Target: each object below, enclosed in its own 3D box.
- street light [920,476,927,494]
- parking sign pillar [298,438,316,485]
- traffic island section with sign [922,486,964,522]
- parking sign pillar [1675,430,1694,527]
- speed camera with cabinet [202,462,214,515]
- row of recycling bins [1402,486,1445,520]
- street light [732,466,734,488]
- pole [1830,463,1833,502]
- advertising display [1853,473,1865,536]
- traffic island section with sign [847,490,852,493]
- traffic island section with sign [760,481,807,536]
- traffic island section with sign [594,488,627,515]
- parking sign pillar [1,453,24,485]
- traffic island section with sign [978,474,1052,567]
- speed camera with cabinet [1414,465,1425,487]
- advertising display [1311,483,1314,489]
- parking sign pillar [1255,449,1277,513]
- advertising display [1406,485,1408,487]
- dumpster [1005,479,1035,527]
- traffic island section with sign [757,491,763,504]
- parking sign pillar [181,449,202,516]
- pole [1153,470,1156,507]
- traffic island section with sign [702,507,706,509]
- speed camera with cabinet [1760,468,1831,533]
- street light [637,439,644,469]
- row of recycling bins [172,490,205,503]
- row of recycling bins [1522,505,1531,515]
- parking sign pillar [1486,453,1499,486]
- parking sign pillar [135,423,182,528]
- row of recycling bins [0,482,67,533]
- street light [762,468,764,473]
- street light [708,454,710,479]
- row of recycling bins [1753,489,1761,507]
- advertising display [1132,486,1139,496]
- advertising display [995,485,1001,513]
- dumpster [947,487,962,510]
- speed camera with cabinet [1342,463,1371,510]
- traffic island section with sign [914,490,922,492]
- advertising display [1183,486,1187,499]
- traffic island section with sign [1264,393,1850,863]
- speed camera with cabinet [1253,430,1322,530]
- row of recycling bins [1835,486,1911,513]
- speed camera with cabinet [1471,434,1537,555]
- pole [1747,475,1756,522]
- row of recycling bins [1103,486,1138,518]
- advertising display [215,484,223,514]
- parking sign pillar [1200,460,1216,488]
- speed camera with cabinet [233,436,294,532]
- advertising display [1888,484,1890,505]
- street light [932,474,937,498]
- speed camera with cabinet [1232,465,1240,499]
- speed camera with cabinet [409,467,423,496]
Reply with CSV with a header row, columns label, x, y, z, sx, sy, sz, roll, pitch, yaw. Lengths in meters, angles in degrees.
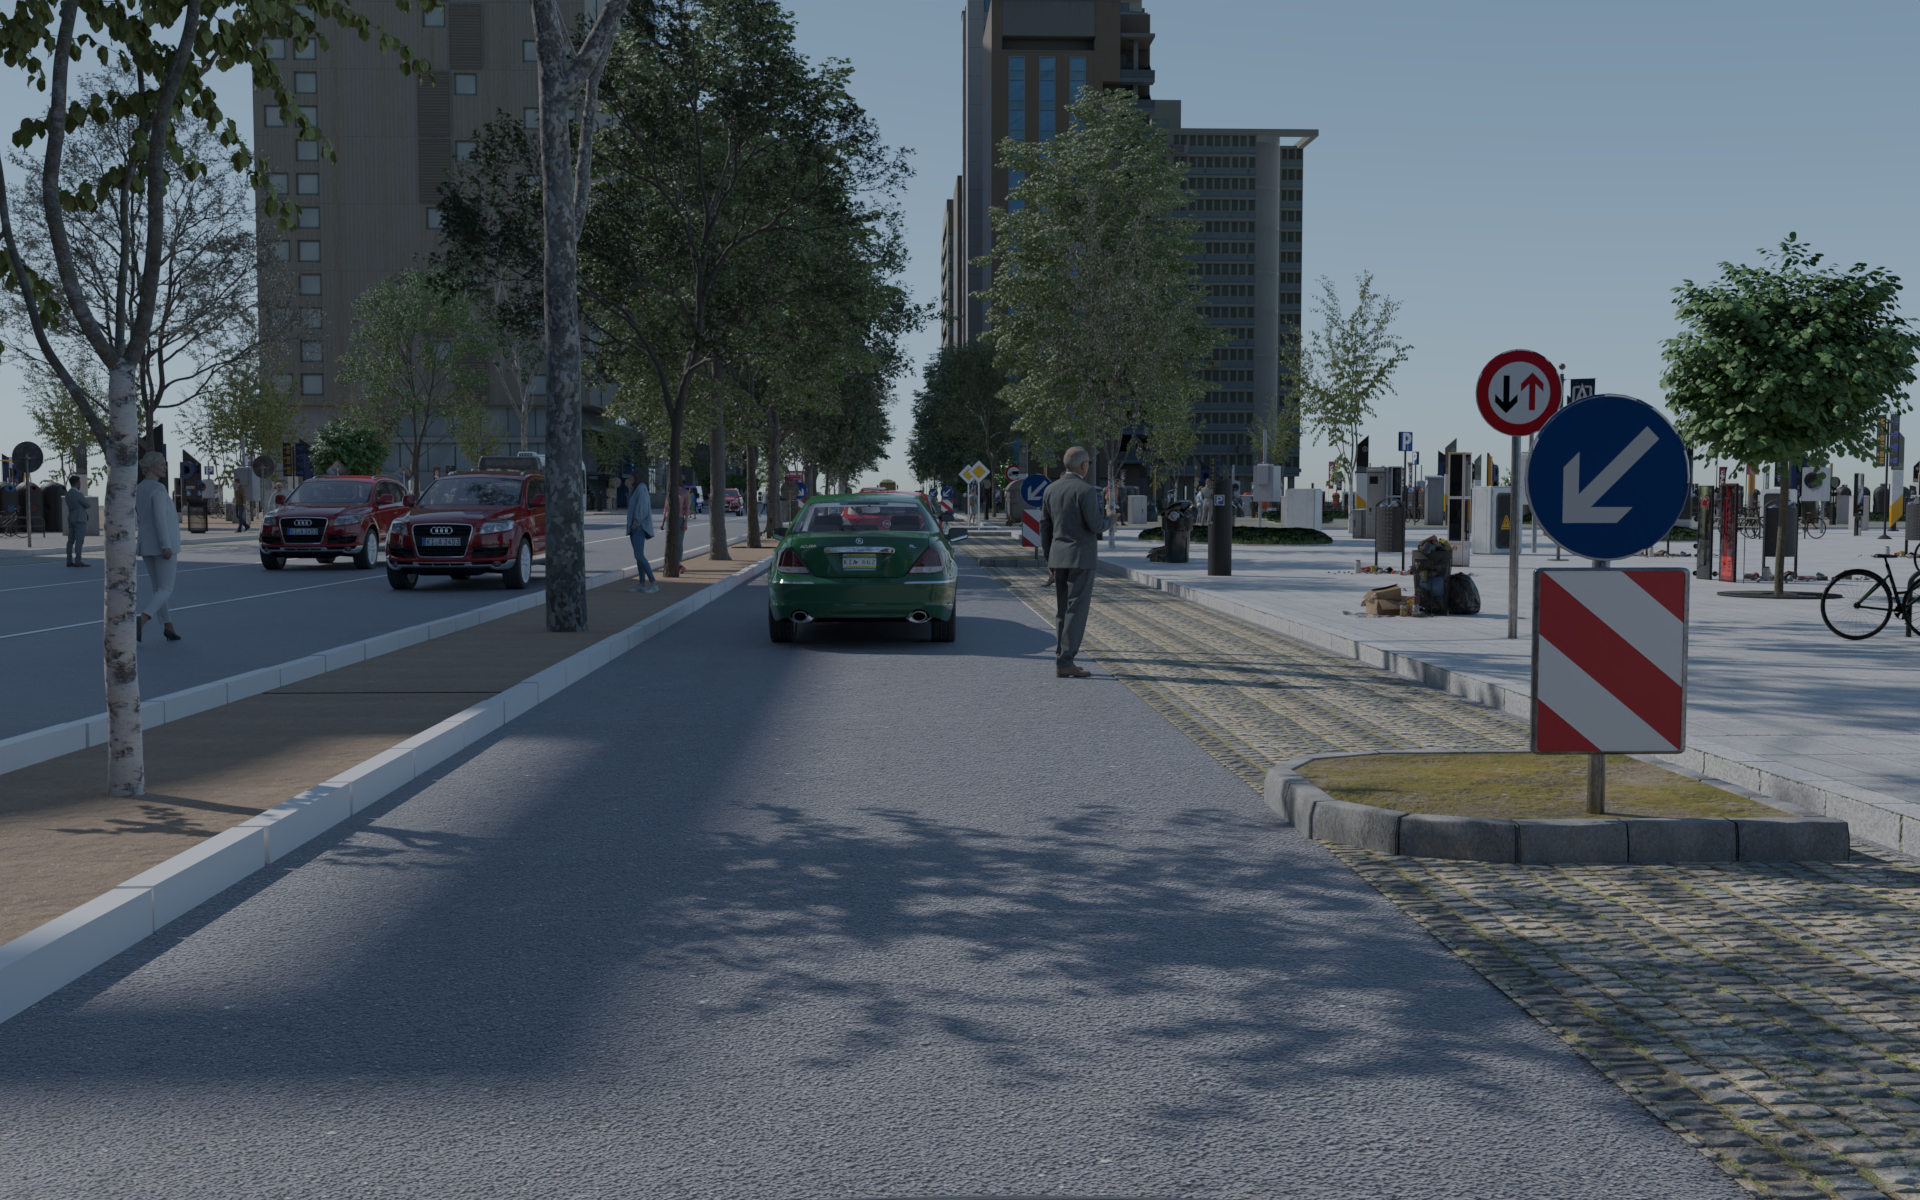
label,x,y,z,sx,sy,sz,roll,pitch,yaw
street light,-5.740,-18.387,273.413,0.468,5.910,1.993,0,4,-2
parking sign pillar,-31.199,-5.820,83.622,1.447,3.967,1.447,3,5,44
traffic island section with sign,-0.818,-4.948,89.534,1.989,1.847,2.006,0,4,-2
parking sign pillar,23.222,-4.165,56.566,1.447,3.967,1.447,2,4,31
speed camera with cabinet,-46.881,-6.872,106.695,2.038,3.252,0.660,2,4,29
row of recycling bins,23.476,-4.961,88.231,1.069,1.692,3.534,-2,4,-25
street light,-29.766,-15.513,226.425,0.468,5.910,1.993,0,4,-2
pole,57.330,-7.352,114.043,0.158,3.312,0.155,0,3,0
advertising display,27.601,-2.935,53.203,0.123,1.923,0.974,3,4,37
traffic island section with sign,-9.196,-8.197,142.158,2.006,1.907,1.989,0,4,-2
traffic island section with sign,-5.913,-3.152,59.677,2.006,1.907,1.989,0,4,-2
traffic island section with sign,-23.419,-6.583,116.264,1.989,1.847,2.006,0,4,-2
parking sign pillar,-62.511,-7.703,114.414,1.447,3.967,1.447,-2,4,-31
traffic island section with sign,1.368,-1.586,34.563,1.989,1.847,2.006,0,4,-2
speed camera with cabinet,31.984,-7.563,117.991,2.038,3.252,0.660,-1,4,-10
advertising display,20.329,-5.789,99.861,0.123,1.923,0.974,1,4,14
parking sign pillar,18.264,-7.037,103.522,1.447,3.967,1.447,-3,5,-44
advertising display,32.918,-7.561,128.835,0.123,1.923,0.974,-2,4,-27
dumpster,2.446,-3.825,68.299,1.264,1.857,1.865,0,4,-2
traffic island section with sign,-28.720,-14.719,249.281,1.989,1.847,2.006,0,4,-2
parking sign pillar,-46.166,-7.063,103.945,1.447,3.967,1.447,1,4,20
pole,13.772,-7.880,122.681,0.158,3.312,0.155,0,3,0
traffic island section with sign,-25.424,-9.653,166.447,1.989,1.847,2.006,0,4,-2
speed camera with cabinet,27.556,-3.842,57.159,0.660,3.252,2.038,-3,5,-39
street light,-26.477,-10.434,143.389,0.468,5.910,1.993,0,4,-2
row of recycling bins,-54.812,-7.115,123.438,3.534,1.692,1.069,2,4,28
row of recycling bins,33.072,-5.540,97.689,1.069,1.692,3.534,-2,4,-24
parking sign pillar,34.894,-7.644,113.451,1.447,3.967,1.447,2,4,35
parking sign pillar,-31.073,-4.766,66.403,1.447,3.967,1.447,0,4,6
row of recycling bins,-31.346,-3.082,57.497,1.069,1.692,3.534,2,4,25
street light,-32.004,-18.887,281.592,0.468,5.910,1.993,0,4,-2
street light,-28.699,-13.815,198.669,0.468,5.910,1.993,0,4,-2
row of recycling bins,64.188,-7.962,137.288,1.069,1.692,3.534,-2,4,-26
advertising display,13.787,-8.108,137.781,0.974,1.923,0.123,2,4,35
advertising display,2.510,-6.869,117.525,0.123,1.923,0.974,-2,4,-30
dumpster,-0.453,-8.065,137.627,1.264,1.857,1.865,0,4,-2
speed camera with cabinet,25.305,-7.071,109.939,2.038,3.252,0.660,1,4,13
traffic island section with sign,-1.931,-6.651,117.379,1.989,1.847,2.006,0,4,-2
advertising display,18.189,-8.251,140.124,0.123,1.923,0.974,1,4,17
traffic island section with sign,2.426,0.061,7.628,1.989,1.847,2.006,0,4,-2
speed camera with cabinet,10.021,-3.584,52.929,2.038,3.252,0.660,2,4,35
row of recycling bins,47.747,-5.109,90.641,3.534,1.692,1.069,2,4,28
speed camera with cabinet,11.893,-2.614,37.081,2.038,3.252,0.660,-2,4,-31
pole,34.898,-5.053,76.454,0.158,3.312,0.155,0,3,0
row of recycling bins,8.129,-4.917,87.506,1.069,1.692,3.534,2,4,26
advertising display,-48.927,-6.648,113.901,0.123,1.923,0.974,2,4,32
parking sign pillar,19.578,-9.093,137.136,1.447,3.967,1.447,2,4,24
speed camera with cabinet,-23.619,-3.954,58.976,2.038,3.252,0.660,0,4,5
advertising display,59.621,-6.492,111.357,0.123,1.923,0.974,1,4,13
street light,-3.514,-15.048,218.816,0.468,5.910,1.993,0,4,-2
speed camera with cabinet,17.823,-7.491,116.817,2.038,3.252,0.660,0,4,-7
speed camera with cabinet,-36.166,-7.415,115.564,0.660,3.252,2.038,-3,4,-36
